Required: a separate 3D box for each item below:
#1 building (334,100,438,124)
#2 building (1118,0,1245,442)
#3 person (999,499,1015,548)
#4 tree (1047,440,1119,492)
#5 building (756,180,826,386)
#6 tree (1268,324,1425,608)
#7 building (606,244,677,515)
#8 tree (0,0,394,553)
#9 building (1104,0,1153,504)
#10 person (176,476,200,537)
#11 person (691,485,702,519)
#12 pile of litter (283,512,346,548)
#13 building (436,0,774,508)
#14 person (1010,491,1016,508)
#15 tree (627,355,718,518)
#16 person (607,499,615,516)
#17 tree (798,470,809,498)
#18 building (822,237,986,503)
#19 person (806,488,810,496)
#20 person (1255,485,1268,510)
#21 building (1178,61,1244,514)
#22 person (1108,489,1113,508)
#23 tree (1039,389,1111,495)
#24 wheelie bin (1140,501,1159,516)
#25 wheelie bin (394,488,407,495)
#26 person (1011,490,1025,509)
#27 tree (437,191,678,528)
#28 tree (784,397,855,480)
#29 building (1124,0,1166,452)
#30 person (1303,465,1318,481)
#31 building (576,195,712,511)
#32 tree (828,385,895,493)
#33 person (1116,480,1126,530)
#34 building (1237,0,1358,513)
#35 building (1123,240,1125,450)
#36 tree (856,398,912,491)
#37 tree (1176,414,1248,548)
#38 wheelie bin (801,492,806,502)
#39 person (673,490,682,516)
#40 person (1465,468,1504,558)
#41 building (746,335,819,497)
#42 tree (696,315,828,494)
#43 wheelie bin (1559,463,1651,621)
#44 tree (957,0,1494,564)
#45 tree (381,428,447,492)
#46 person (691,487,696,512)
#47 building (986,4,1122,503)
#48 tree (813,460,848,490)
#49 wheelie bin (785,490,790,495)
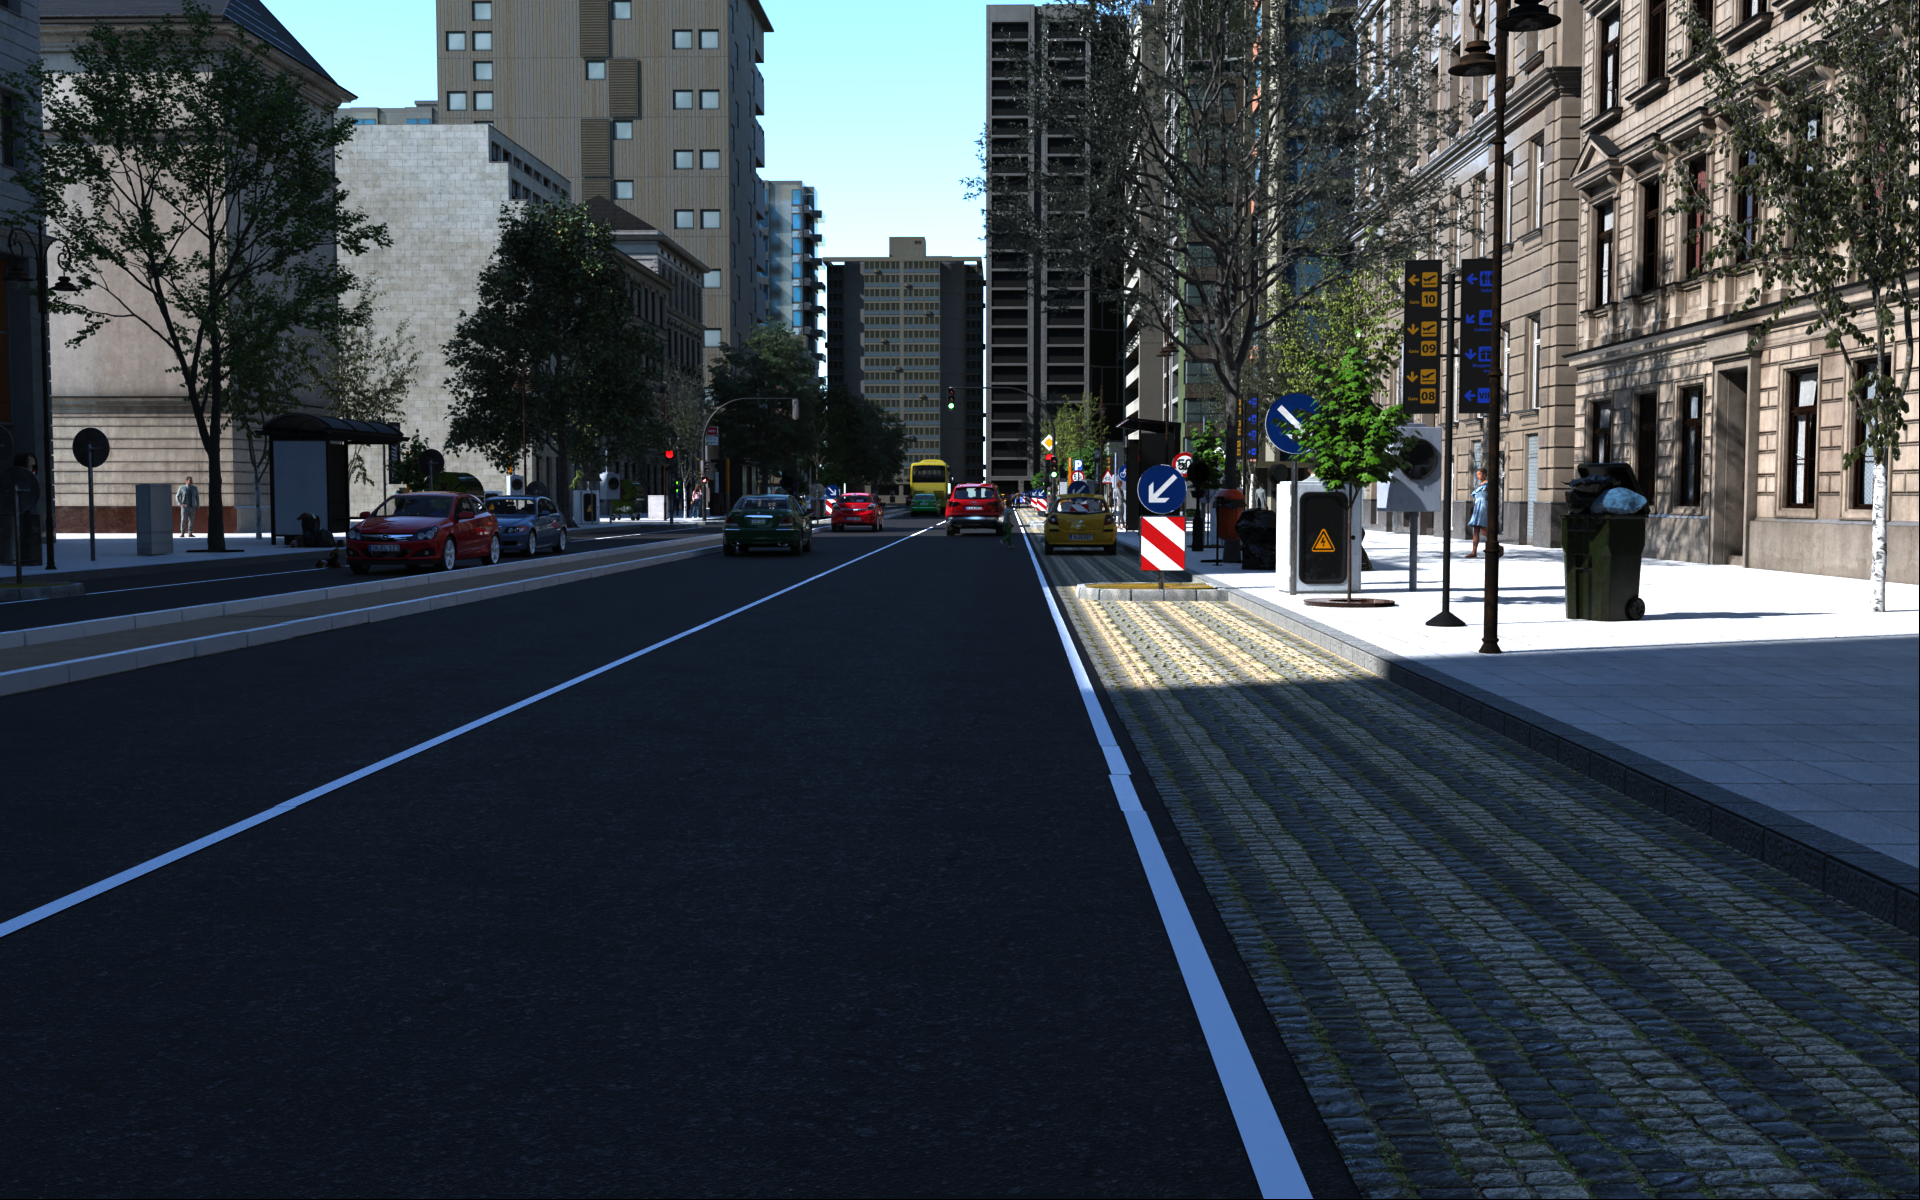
[{"bbox_3d":[-62.903,-36.347,213.874,30.456,49.044,23.786,0,4,2],"label":"building"},{"bbox_3d":[34.964,-50.056,256.668,20.611,71.187,20.563,0,4,2],"label":"building"},{"bbox_3d":[1.240,-2.011,45.625,0.590,1.304,0.306,-3,5,-42],"label":"person"},{"bbox_3d":[7.949,-7.431,105.213,4.285,4.588,4.351,0,3,0],"label":"tree"},{"bbox_3d":[-35.408,-39.225,260.938,30.456,49.044,23.786,0,4,2],"label":"building"},{"bbox_3d":[4.527,-1.542,19.821,1.663,3.219,1.824,0,3,0],"label":"tree"},{"bbox_3d":[-25.988,-15.391,116.265,10.561,19.102,19.286,0,4,2],"label":"building"},{"bbox_3d":[-16.553,-6.854,37.811,9.928,11.665,9.643,0,3,0],"label":"tree"},{"bbox_3d":[29.418,-54.647,206.142,22.319,86.520,31.000,0,4,2],"label":"building"},{"bbox_3d":[-23.041,-2.786,51.697,0.391,1.810,0.635,3,5,44],"label":"person"},{"bbox_3d":[-13.580,-5.048,89.171,0.593,1.750,0.643,-1,4,-13],"label":"person"},{"bbox_3d":[-15.640,-1.705,41.848,1.719,0.858,1.176,1,4,13],"label":"pile of litter"},{"bbox_3d":[-34.173,-35.642,171.990,28.713,52.752,27.495,0,4,2],"label":"building"},{"bbox_3d":[5.482,-10.355,178.736,0.756,1.711,0.436,0,4,5],"label":"person"},{"bbox_3d":[-14.576,-8.599,90.949,4.360,8.622,3.978,0,3,0],"label":"tree"},{"bbox_3d":[-20.687,-5.909,102.837,0.721,1.800,0.419,-3,5,-40],"label":"person"},{"bbox_3d":[-12.887,-8.796,138.410,1.663,3.219,1.824,0,3,0],"label":"tree"},{"bbox_3d":[-8.087,-35.012,264.327,23.993,40.220,32.217,0,4,2],"label":"building"},{"bbox_3d":[-12.815,-8.567,146.507,0.661,1.777,0.834,-3,5,-43],"label":"person"},{"bbox_3d":[15.349,-5.006,87.999,0.694,1.812,0.767,3,4,37],"label":"person"},{"bbox_3d":[21.899,-21.255,119.216,14.160,30.474,14.107,0,4,2],"label":"building"},{"bbox_3d":[14.129,-9.586,163.289,0.721,1.766,1.217,-1,4,-8],"label":"person"},{"bbox_3d":[8.523,-10.510,122.202,4.737,8.622,4.395,0,3,0],"label":"tree"},{"bbox_3d":[5.786,-2.680,51.721,0.693,1.594,0.980,1,4,22],"label":"wheelie bin"},{"bbox_3d":[-26.872,-4.625,83.521,0.693,1.594,0.980,1,4,13],"label":"wheelie bin"},{"bbox_3d":[5.455,-9.446,162.958,1.348,1.823,0.705,-1,4,-15],"label":"person"},{"bbox_3d":[-15.247,-9.110,65.951,9.611,12.733,9.660,0,3,0],"label":"tree"},{"bbox_3d":[-13.089,-13.569,156.260,7.601,10.594,8.767,-1,4,-22],"label":"tree"},{"bbox_3d":[27.207,-33.198,166.487,21.300,48.544,21.600,0,4,2],"label":"building"},{"bbox_3d":[5.068,-1.119,24.520,0.511,1.800,0.466,2,4,24],"label":"person"},{"bbox_3d":[-26.620,-18.794,136.167,11.050,23.489,19.941,0,4,2],"label":"building"},{"bbox_3d":[-11.853,-17.326,193.645,12.009,13.543,11.850,0,3,0],"label":"tree"},{"bbox_3d":[5.896,-3.443,62.612,0.573,1.790,0.520,-1,4,-13],"label":"person"},{"bbox_3d":[29.393,-27.256,100.254,28.867,44.769,22.147,0,4,2],"label":"building"},{"bbox_3d":[24.343,-25.275,184.945,14.160,30.474,14.107,0,4,2],"label":"building"},{"bbox_3d":[-11.050,-19.603,227.171,9.857,13.997,8.962,0,3,0],"label":"tree"},{"bbox_3d":[5.834,-2.861,41.380,1.663,3.219,1.824,0,3,0],"label":"tree"},{"bbox_3d":[-14.064,-9.080,156.362,0.693,1.594,0.980,-2,4,-31],"label":"wheelie bin"},{"bbox_3d":[-16.951,-5.944,103.406,0.721,1.800,0.419,-1,4,-16],"label":"person"},{"bbox_3d":[10.507,-1.751,34.769,0.778,1.811,0.616,0,4,-3],"label":"person"},{"bbox_3d":[-33.112,-22.467,212.381,28.899,21.520,27.650,0,4,2],"label":"building"},{"bbox_3d":[-14.151,-13.363,125.147,9.857,13.997,8.962,0,3,0],"label":"tree"},{"bbox_3d":[6.570,-0.597,17.662,0.693,1.594,0.980,-2,4,-30],"label":"wheelie bin"},{"bbox_3d":[5.048,-7.450,32.170,12.009,13.543,11.850,0,3,0],"label":"tree"},{"bbox_3d":[-15.783,-3.430,50.680,1.663,3.219,1.824,0,3,0],"label":"tree"},{"bbox_3d":[-18.584,-6.995,120.963,0.362,1.759,0.519,3,5,39],"label":"person"},{"bbox_3d":[14.254,-50.056,256.664,20.611,71.187,20.563,0,4,2],"label":"building"},{"bbox_3d":[-12.409,-11.171,166.351,4.285,4.588,4.351,0,3,0],"label":"tree"},{"bbox_3d":[-12.767,-7.240,126.286,0.693,1.594,0.980,1,4,21],"label":"wheelie bin"}]
